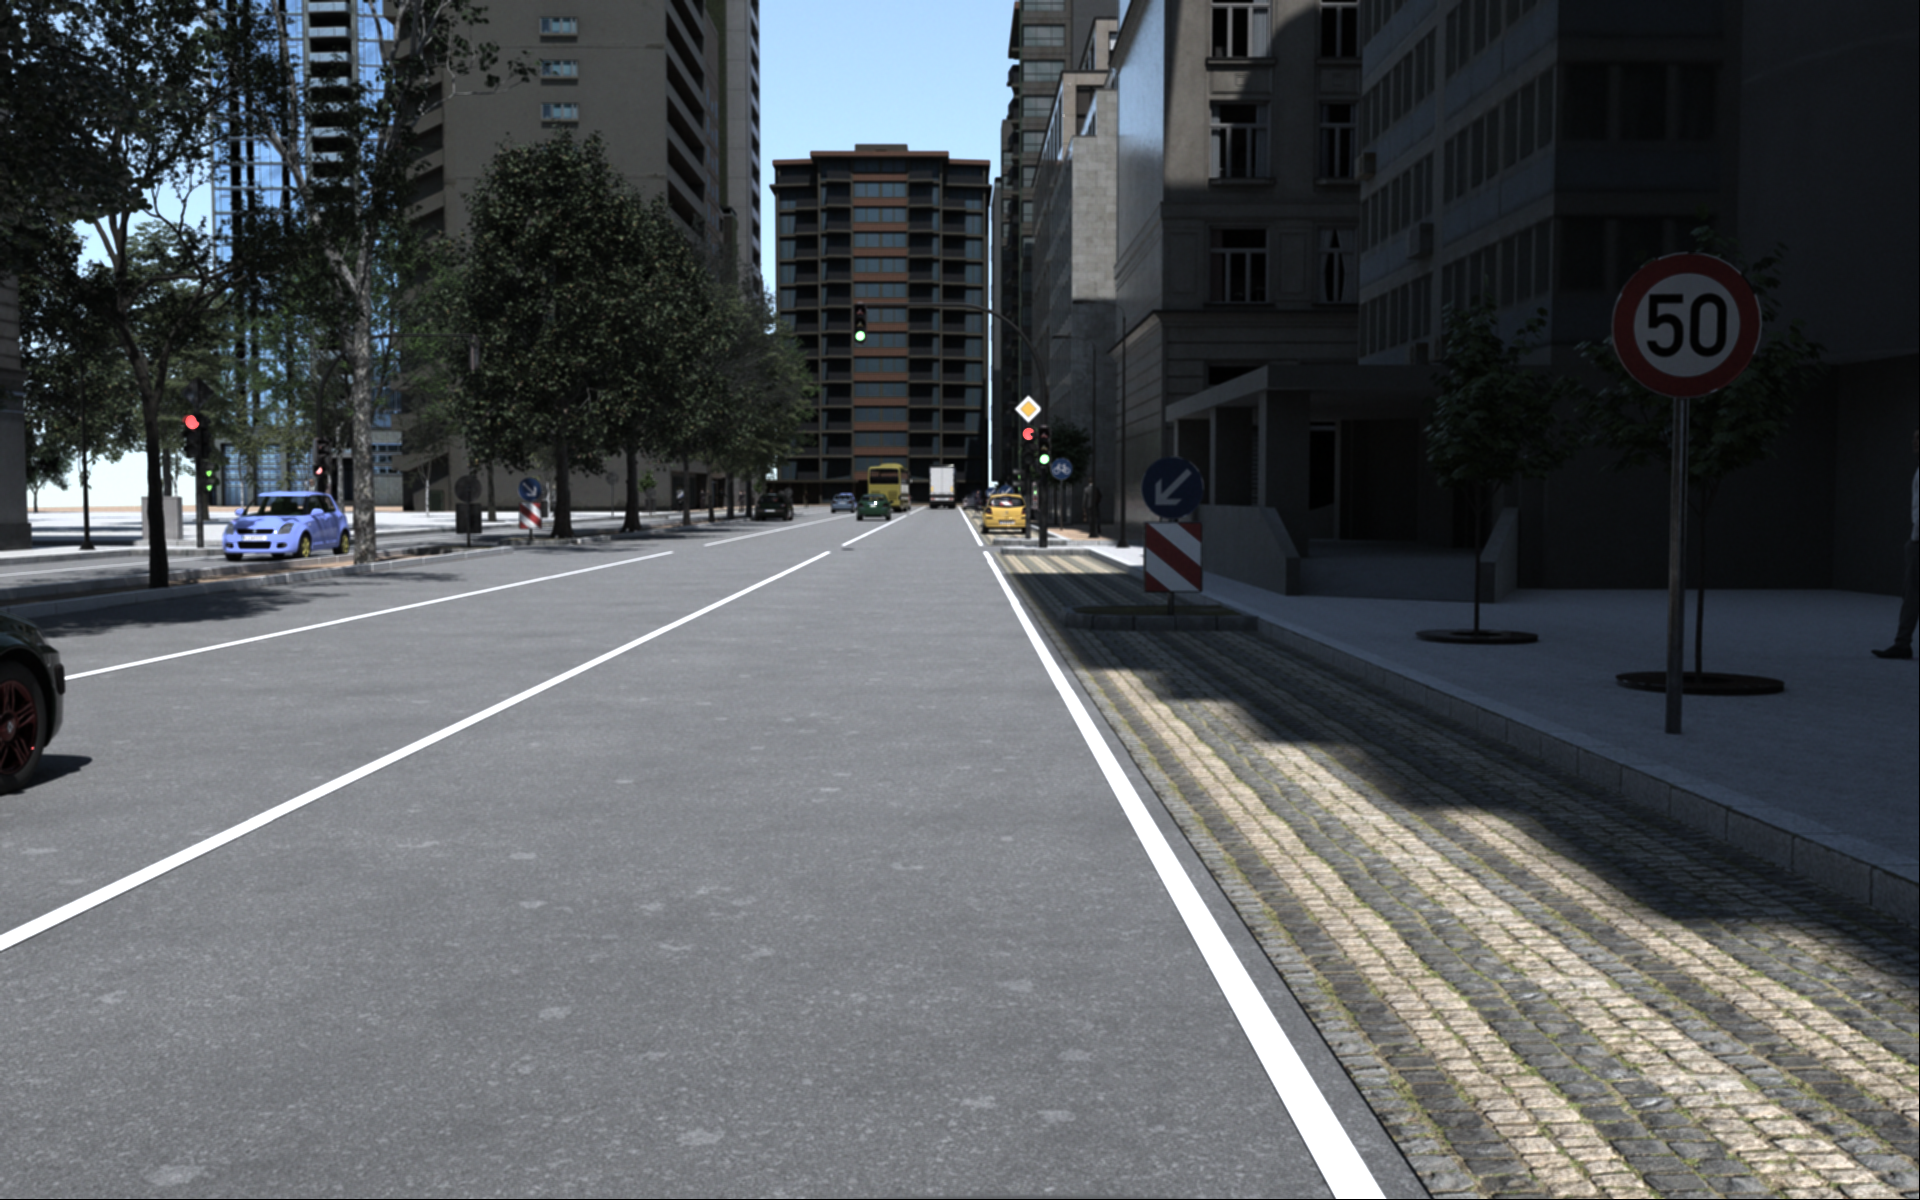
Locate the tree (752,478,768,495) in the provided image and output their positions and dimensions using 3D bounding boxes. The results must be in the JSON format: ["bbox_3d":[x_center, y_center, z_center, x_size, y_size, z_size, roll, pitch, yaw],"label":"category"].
[{"bbox_3d":[-21.000,-11.470,182.137,1.663,3.219,1.824,0,3,0],"label":"tree"}]

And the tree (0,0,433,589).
[{"bbox_3d":[-11.734,-5.418,25.456,8.767,10.594,7.601,0,4,0],"label":"tree"}]

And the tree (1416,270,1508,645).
[{"bbox_3d":[4.480,-1.251,15.058,1.663,3.219,1.824,0,3,0],"label":"tree"}]

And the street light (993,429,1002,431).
[{"bbox_3d":[3.061,-9.290,124.438,1.470,5.913,1.316,0,4,0],"label":"street light"}]

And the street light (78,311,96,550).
[{"bbox_3d":[-19.537,-4.106,39.667,1.470,5.913,1.316,0,4,0],"label":"street light"}]

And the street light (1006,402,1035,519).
[{"bbox_3d":[3.125,-7.040,87.644,1.470,5.913,1.316,0,4,0],"label":"street light"}]

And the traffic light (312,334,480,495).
[{"bbox_3d":[-16.046,-4.560,49.218,4.771,5.953,1.251,0,4,0],"label":"traffic light"}]

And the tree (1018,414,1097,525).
[{"bbox_3d":[4.023,-5.358,71.311,4.285,4.588,4.351,0,3,0],"label":"tree"}]

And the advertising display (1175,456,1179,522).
[{"bbox_3d":[3.711,-1.512,29.928,0.123,1.923,0.974,0,4,7],"label":"advertising display"}]

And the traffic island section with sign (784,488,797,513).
[{"bbox_3d":[-12.372,-7.094,124.131,2.006,1.907,1.989,0,4,0],"label":"traffic island section with sign"}]

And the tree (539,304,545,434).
[{"bbox_3d":[-21.740,-9.409,79.589,9.928,11.665,9.643,0,3,0],"label":"tree"}]

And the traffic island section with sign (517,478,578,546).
[{"bbox_3d":[-12.001,-2.499,48.993,2.006,1.907,1.989,0,4,0],"label":"traffic island section with sign"}]

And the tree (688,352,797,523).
[{"bbox_3d":[-12.048,-9.013,84.239,8.767,10.594,7.601,0,4,0],"label":"tree"}]

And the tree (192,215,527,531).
[{"bbox_3d":[-21.328,-8.296,61.390,9.928,11.665,9.643,0,3,0],"label":"tree"}]

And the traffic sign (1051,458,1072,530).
[{"bbox_3d":[3.575,-3.723,60.971,0.768,2.556,0.104,0,4,7],"label":"traffic sign"}]

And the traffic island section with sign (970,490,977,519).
[{"bbox_3d":[1.715,-5.678,101.466,1.989,1.847,2.006,0,4,0],"label":"traffic island section with sign"}]

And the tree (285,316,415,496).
[{"bbox_3d":[-24.832,-7.233,68.622,4.360,8.622,3.978,0,3,0],"label":"tree"}]

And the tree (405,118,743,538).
[{"bbox_3d":[-12.164,-8.154,52.787,9.611,12.733,9.660,0,3,0],"label":"tree"}]

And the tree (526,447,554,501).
[{"bbox_3d":[-28.539,-10.361,119.761,4.737,8.622,4.395,0,3,0],"label":"tree"}]

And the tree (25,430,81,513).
[{"bbox_3d":[-70.026,-9.561,119.229,20.602,7.101,11.467,0,4,-4],"label":"tree"}]

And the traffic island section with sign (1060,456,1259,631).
[{"bbox_3d":[2.120,-0.631,18.950,1.989,1.847,2.006,0,4,0],"label":"traffic island section with sign"}]

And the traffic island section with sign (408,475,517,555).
[{"bbox_3d":[-11.975,-2.046,41.586,2.006,1.907,1.989,0,4,0],"label":"traffic island section with sign"}]

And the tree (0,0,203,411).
[{"bbox_3d":[-11.849,-6.515,15.629,9.857,13.997,8.962,0,3,0],"label":"tree"}]

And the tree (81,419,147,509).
[{"bbox_3d":[-45.707,-8.586,90.739,4.737,8.622,4.395,0,3,0],"label":"tree"}]

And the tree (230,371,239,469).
[{"bbox_3d":[-41.730,-9.219,101.089,4.737,8.622,4.395,0,3,0],"label":"tree"}]

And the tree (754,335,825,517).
[{"bbox_3d":[-12.327,-11.068,109.169,9.928,11.665,9.643,0,3,0],"label":"tree"}]

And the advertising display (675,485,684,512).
[{"bbox_3d":[-20.147,-7.292,124.430,0.123,1.923,0.974,2,4,23],"label":"advertising display"}]

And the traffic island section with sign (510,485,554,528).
[{"bbox_3d":[-17.970,-3.993,73.913,1.989,1.847,2.006,0,4,0],"label":"traffic island section with sign"}]

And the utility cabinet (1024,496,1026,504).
[{"bbox_3d":[3.525,-4.819,89.960,0.306,1.237,1.020,-1,4,-9],"label":"utility cabinet"}]

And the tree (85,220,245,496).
[{"bbox_3d":[-33.470,-9.410,71.983,7.486,12.596,7.792,0,3,0],"label":"tree"}]

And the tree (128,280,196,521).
[{"bbox_3d":[-36.401,-9.641,83.382,9.928,11.665,9.643,0,3,0],"label":"tree"}]

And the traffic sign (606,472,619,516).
[{"bbox_3d":[-20.092,-6.116,100.101,0.768,2.556,0.104,0,4,5],"label":"traffic sign"}]

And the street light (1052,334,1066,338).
[{"bbox_3d":[3.368,-4.766,50.473,1.470,5.913,1.316,0,4,0],"label":"street light"}]

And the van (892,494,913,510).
[{"bbox_3d":[-5.254,-9.064,155.209,2.013,2.044,4.112,0,4,-2],"label":"van"}]

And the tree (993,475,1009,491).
[{"bbox_3d":[4.109,-11.123,176.465,1.663,3.219,1.824,0,3,0],"label":"tree"}]

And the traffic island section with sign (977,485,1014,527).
[{"bbox_3d":[1.854,-4.030,74.511,1.989,1.847,2.006,0,4,0],"label":"traffic island section with sign"}]

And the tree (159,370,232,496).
[{"bbox_3d":[-43.842,-8.913,96.088,4.737,8.622,4.395,0,3,0],"label":"tree"}]

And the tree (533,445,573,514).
[{"bbox_3d":[-26.873,-9.942,112.922,4.360,8.622,3.978,0,3,0],"label":"tree"}]

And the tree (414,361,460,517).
[{"bbox_3d":[-29.394,-8.884,95.616,4.360,8.622,3.978,0,3,0],"label":"tree"}]

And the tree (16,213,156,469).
[{"bbox_3d":[-32.382,-8.632,58.139,9.611,12.733,9.660,0,3,0],"label":"tree"}]

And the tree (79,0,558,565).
[{"bbox_3d":[-13.278,-10.825,35.343,12.611,20.169,13.585,0,3,0],"label":"tree"}]

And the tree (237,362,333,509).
[{"bbox_3d":[-36.378,-8.886,95.650,4.737,8.622,4.395,0,3,0],"label":"tree"}]

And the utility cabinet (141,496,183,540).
[{"bbox_3d":[-22.345,-2.285,48.524,1.020,1.237,0.306,0,4,-1],"label":"utility cabinet"}]

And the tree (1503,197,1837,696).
[{"bbox_3d":[4.793,-1.033,11.491,1.663,3.219,1.824,0,3,0],"label":"tree"}]

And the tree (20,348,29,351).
[{"bbox_3d":[-45.381,-8.043,81.863,4.737,8.622,4.395,0,3,0],"label":"tree"}]

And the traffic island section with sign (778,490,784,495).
[{"bbox_3d":[-18.468,-10.439,179.305,1.989,1.847,2.006,0,4,0],"label":"traffic island section with sign"}]

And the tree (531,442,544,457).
[{"bbox_3d":[-21.228,-9.784,94.377,7.601,10.594,8.767,-1,4,-23],"label":"tree"}]

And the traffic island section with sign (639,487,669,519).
[{"bbox_3d":[-18.100,-5.659,101.156,1.989,1.847,2.006,0,4,0],"label":"traffic island section with sign"}]

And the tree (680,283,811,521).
[{"bbox_3d":[-12.330,-10.495,92.183,7.486,12.596,7.792,0,3,0],"label":"tree"}]

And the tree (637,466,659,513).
[{"bbox_3d":[-21.237,-7.543,117.923,1.663,3.219,1.824,0,3,0],"label":"tree"}]

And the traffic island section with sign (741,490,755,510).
[{"bbox_3d":[-18.345,-8.790,152.350,1.989,1.847,2.006,0,4,0],"label":"traffic island section with sign"}]

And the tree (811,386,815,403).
[{"bbox_3d":[-12.269,-10.958,99.755,7.486,12.596,7.792,0,3,0],"label":"tree"}]

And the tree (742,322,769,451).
[{"bbox_3d":[-12.044,-8.803,63.397,9.611,12.733,9.660,0,3,0],"label":"tree"}]

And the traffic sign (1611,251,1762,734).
[{"bbox_3d":[3.828,-0.557,9.217,0.768,2.556,0.104,0,4,5],"label":"traffic sign"}]

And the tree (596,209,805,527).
[{"bbox_3d":[-11.772,-9.874,74.263,12.009,13.543,11.850,0,3,0],"label":"tree"}]

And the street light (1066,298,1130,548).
[{"bbox_3d":[3.361,-4.205,41.294,1.470,5.913,1.316,0,4,0],"label":"street light"}]
